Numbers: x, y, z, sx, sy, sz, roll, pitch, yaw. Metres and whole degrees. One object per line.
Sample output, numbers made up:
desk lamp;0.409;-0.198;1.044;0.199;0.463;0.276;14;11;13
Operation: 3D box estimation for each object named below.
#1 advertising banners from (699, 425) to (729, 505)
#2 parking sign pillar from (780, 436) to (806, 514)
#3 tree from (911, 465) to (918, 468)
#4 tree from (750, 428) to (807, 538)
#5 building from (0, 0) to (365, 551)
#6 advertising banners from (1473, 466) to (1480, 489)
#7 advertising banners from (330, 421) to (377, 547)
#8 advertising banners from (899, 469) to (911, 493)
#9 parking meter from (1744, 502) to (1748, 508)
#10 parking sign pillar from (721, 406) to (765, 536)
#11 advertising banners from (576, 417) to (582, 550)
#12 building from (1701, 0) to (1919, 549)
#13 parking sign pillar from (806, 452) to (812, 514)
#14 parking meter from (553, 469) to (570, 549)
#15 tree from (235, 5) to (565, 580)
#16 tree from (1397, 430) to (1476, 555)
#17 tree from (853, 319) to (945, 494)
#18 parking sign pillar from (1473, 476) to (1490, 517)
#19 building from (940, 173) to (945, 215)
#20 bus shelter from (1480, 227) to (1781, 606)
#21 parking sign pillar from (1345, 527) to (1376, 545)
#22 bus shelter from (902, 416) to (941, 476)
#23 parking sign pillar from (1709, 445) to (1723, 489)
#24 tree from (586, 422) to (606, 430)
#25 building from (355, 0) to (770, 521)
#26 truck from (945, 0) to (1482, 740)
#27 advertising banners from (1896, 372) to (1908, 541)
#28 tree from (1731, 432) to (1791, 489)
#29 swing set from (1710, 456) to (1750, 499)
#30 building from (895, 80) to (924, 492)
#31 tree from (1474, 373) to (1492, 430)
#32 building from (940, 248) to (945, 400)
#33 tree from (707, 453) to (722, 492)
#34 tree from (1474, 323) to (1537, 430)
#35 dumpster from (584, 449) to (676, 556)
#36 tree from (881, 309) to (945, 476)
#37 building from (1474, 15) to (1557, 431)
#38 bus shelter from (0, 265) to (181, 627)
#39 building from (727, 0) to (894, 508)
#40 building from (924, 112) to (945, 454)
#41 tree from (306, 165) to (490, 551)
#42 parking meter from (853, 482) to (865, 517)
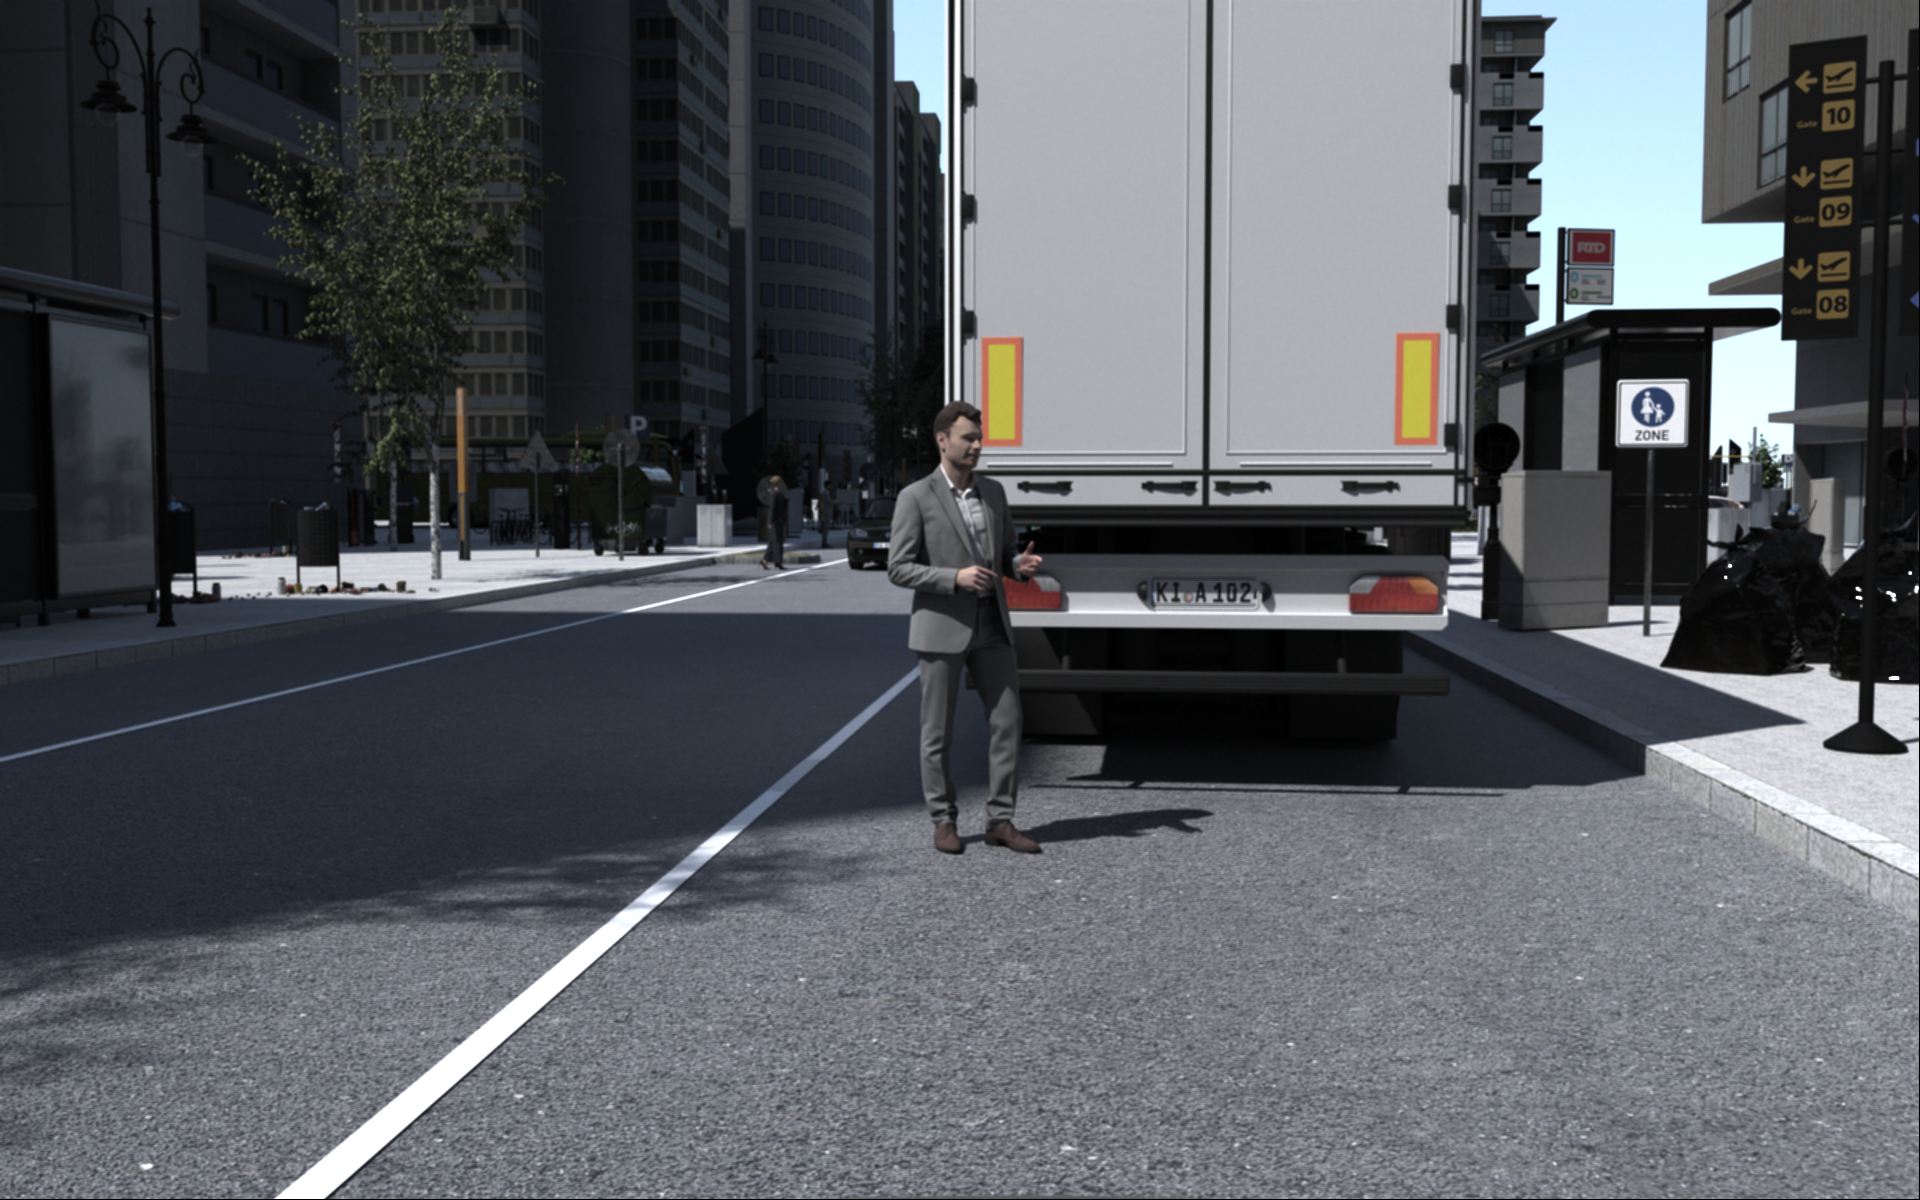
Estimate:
advertising banners;-6.387;-2.983;44.966;0.090;3.025;2.074;1;4;12
parking sign pillar;-8.043;-5.606;80.123;1.447;3.967;1.447;0;4;-2
tree;-2.697;-9.775;143.531;4.285;4.588;4.351;0;3;0
tree;-5.368;-3.454;51.078;1.663;3.219;1.824;0;3;0
building;-30.616;-30.611;42.483;28.212;58.520;21.231;0;4;5
advertising banners;25.652;-5.623;88.127;0.090;3.025;2.074;-3;4;-38
advertising banners;-14.803;-2.819;42.275;0.090;3.025;2.074;1;4;9
advertising banners;-4.244;-7.589;120.261;2.074;3.025;0.090;-2;4;-25
parking meter;24.004;-2.866;52.566;0.399;1.863;0.255;-1;4;-18
parking sign pillar;-6.644;-3.957;53.165;1.447;3.967;1.447;0;4;0
advertising banners;-8.758;-2.665;39.755;0.090;3.025;2.074;-1;4;-11
building;32.342;-27.084;32.057;28.713;52.752;27.495;0;4;5
parking sign pillar;-10.088;-7.547;111.862;1.447;3.967;1.447;3;4;39
parking meter;-9.305;-2.125;40.447;0.255;1.863;0.399;1;4;11
tree;-8.119;-4.612;25.772;4.737;8.622;4.395;0;3;0
tree;5.963;-1.720;22.723;1.663;3.219;1.824;0;3;0
tree;-2.727;-7.559;73.945;4.737;8.622;4.395;0;3;0
parking sign pillar;28.745;-6.569;95.882;1.447;3.967;1.447;0;4;-1
building;-5.786;-39.188;264.432;21.300;48.544;21.600;0;4;5
bus shelter;8.585;-2.827;23.857;2.179;5.291;8.768;0;4;5
parking sign pillar;8.591;-3.072;38.706;1.447;3.967;1.447;0;4;1
bus shelter;-1.639;-6.996;92.009;2.179;5.291;8.768;0;4;6
parking sign pillar;41.509;-6.544;95.462;1.447;3.967;1.447;-3;5;-44
tree;-16.338;-5.848;79.326;4.285;4.588;4.351;0;3;0
building;-25.832;-24.547;93.230;32.217;40.220;23.993;0;4;5
truck;1.775;-1.503;13.486;2.839;4.237;11.283;0;4;7
advertising banners;13.274;-1.725;24.388;0.090;3.025;2.074;2;4;30
tree;25.186;-3.676;54.705;1.663;3.219;1.824;0;3;0
swing set;31.026;-4.476;70.796;3.119;2.851;2.862;-1;4;-12
building;-11.630;-29.574;167.133;14.154;41.232;14.086;0;4;5
tree;25.864;-8.627;91.415;4.737;8.622;4.395;0;3;0
building;-9.186;-25.934;195.718;14.160;30.474;14.107;0;4;5
tree;-10.830;-5.162;79.000;1.663;3.219;1.824;0;3;0
tree;23.938;-7.627;75.068;4.360;8.622;3.978;0;3;0
dumpster;-6.978;-2.087;36.624;1.502;2.255;1.985;0;4;5
tree;-0.219;-11.541;105.705;9.611;12.733;9.660;0;3;0
building;47.761;-36.806;191.016;28.713;52.752;27.495;0;4;5
bus shelter;-9.880;-2.250;14.412;2.179;5.291;8.768;0;4;5
building;-17.072;-35.721;126.034;21.231;58.520;28.212;0;4;5
building;-9.666;-30.427;181.070;14.154;41.232;14.086;0;4;5
tree;-12.735;-5.414;38.885;4.360;8.622;3.978;0;3;0
parking meter;-4.946;-4.779;83.855;0.399;1.863;0.255;2;4;34
